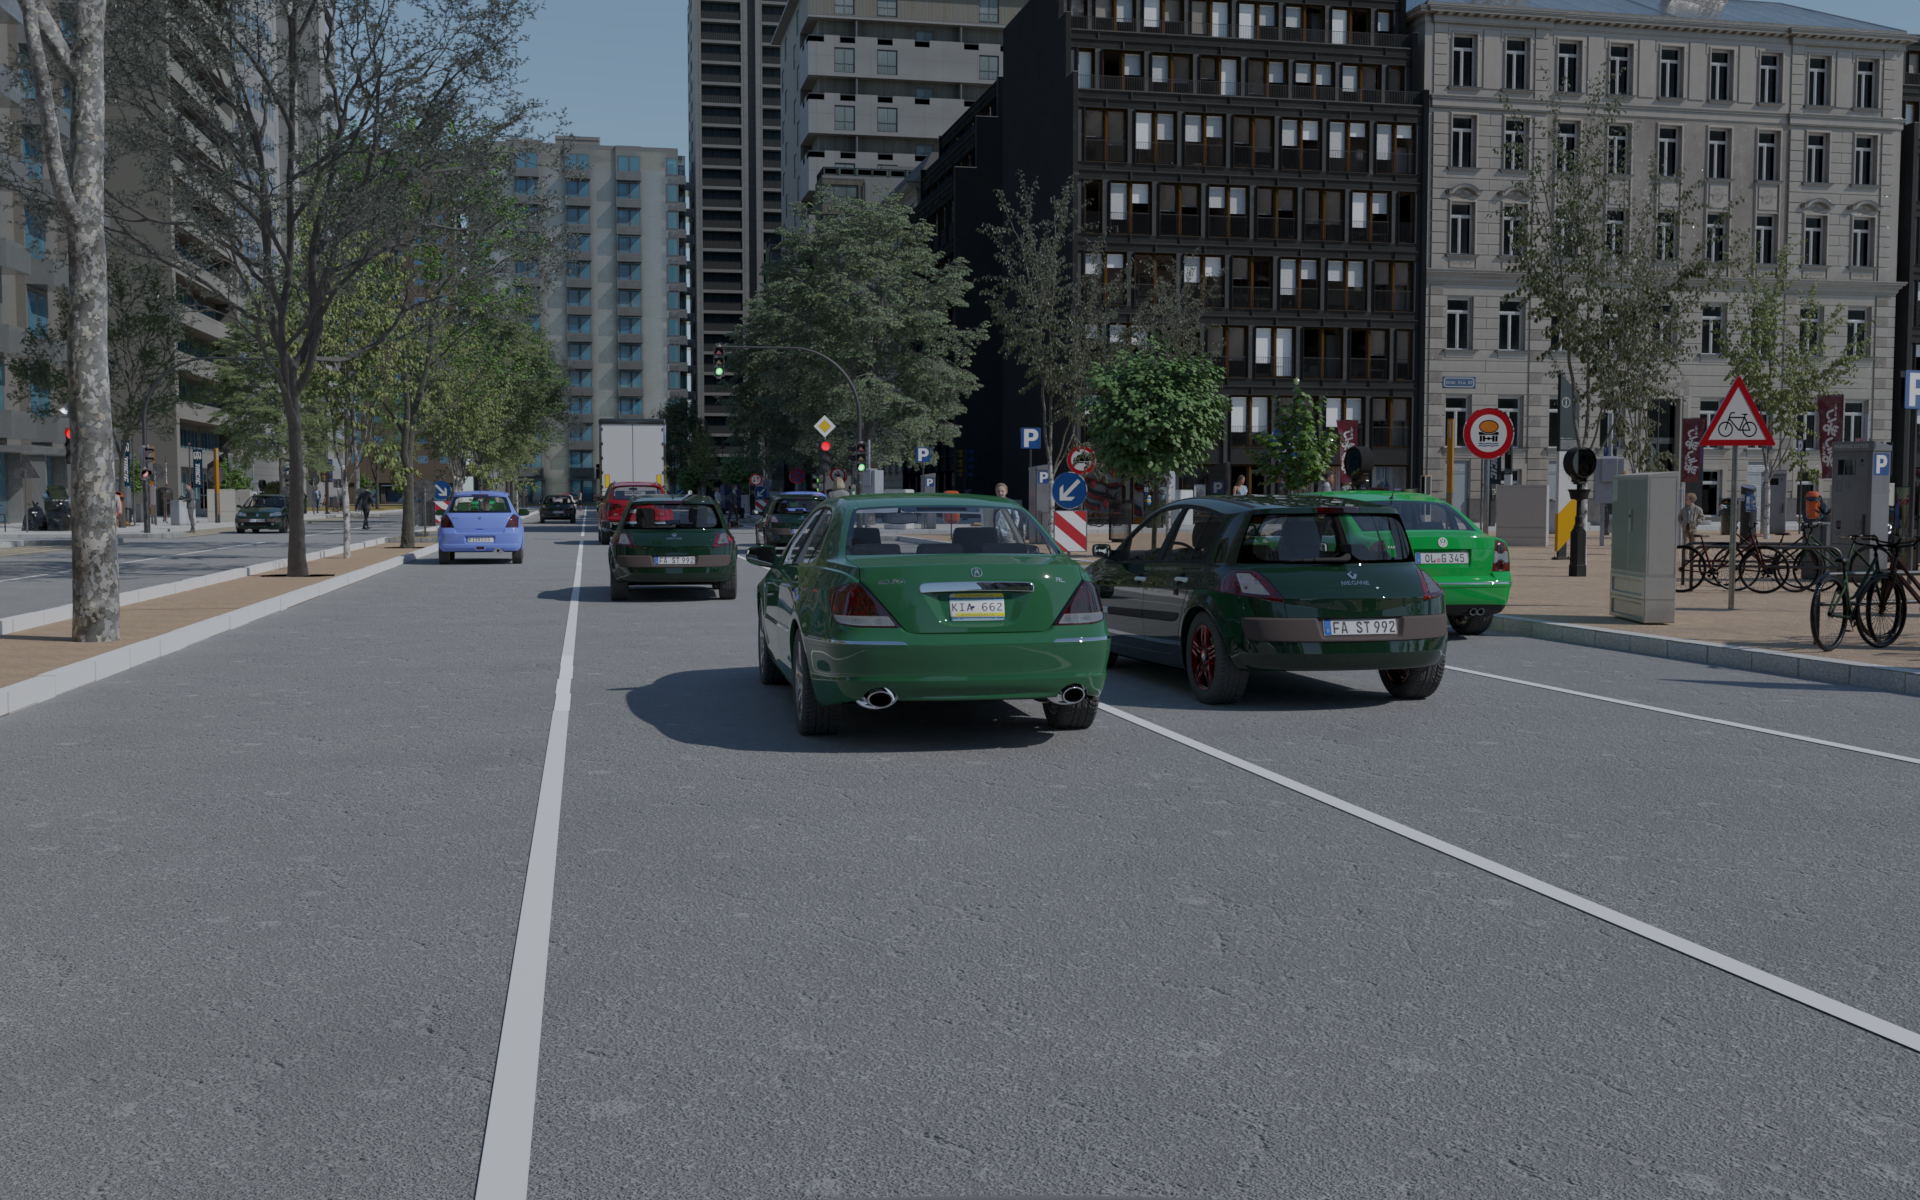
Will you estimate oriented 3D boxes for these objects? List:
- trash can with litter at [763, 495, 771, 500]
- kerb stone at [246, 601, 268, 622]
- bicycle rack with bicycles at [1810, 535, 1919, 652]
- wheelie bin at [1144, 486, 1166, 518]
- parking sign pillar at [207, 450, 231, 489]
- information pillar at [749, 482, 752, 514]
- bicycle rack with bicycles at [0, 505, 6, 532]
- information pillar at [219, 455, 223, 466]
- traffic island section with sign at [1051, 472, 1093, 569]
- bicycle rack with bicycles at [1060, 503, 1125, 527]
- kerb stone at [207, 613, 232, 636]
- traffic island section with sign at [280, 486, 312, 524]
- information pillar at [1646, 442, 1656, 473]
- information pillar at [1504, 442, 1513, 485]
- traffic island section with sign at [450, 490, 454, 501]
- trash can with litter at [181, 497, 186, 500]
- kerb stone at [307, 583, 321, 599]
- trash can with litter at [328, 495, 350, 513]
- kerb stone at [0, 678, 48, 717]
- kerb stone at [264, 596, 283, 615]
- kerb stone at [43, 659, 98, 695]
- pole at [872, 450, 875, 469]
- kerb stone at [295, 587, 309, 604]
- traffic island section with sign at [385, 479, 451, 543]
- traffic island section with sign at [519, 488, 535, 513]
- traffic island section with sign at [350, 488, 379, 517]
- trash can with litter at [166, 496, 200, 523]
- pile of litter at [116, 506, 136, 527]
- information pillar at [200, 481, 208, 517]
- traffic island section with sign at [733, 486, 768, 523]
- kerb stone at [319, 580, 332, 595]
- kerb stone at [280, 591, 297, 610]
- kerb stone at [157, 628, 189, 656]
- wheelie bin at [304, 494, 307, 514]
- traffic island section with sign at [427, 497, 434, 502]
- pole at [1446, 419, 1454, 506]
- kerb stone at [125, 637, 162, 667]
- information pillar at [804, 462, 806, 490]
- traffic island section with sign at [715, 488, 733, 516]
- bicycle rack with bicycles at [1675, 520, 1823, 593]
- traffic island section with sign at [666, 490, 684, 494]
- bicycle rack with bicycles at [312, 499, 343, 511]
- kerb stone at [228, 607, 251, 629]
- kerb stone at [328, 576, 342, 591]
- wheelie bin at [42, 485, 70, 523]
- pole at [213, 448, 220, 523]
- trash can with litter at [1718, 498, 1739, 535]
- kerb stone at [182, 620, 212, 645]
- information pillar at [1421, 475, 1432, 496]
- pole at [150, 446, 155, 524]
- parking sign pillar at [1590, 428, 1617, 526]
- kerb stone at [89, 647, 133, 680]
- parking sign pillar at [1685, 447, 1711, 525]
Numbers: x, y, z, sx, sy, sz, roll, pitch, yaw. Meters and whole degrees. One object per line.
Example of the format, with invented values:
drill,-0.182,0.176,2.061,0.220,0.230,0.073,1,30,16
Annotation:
trash can with litter,-12.686,-6.068,110.266,2.233,1.210,1.678,0,4,-8
kerb stone,-8.081,0.150,19.754,0.120,0.150,1.000,-1,4,-12
bicycle rack with bicycles,8.232,-0.055,14.284,2.925,0.926,2.852,-1,4,-18
wheelie bin,7.412,-3.521,65.471,0.693,1.594,0.980,2,4,29
parking sign pillar,-45.742,-7.246,106.951,1.447,3.967,1.447,0,4,2
information pillar,-12.846,-6.289,107.309,0.304,2.012,0.304,3,5,44
bicycle rack with bicycles,-32.906,-2.688,57.323,2.852,0.926,2.925,-1,4,-21
information pillar,-43.837,-6.836,103.118,0.504,3.616,0.183,0,4,-2
traffic island section with sign,1.694,-1.410,31.676,1.989,1.847,2.006,-1,4,-12
bicycle rack with bicycles,4.968,-3.353,68.204,2.925,0.926,2.852,1,4,10
kerb stone,-7.653,0.273,17.751,0.120,0.150,1.000,-1,4,-12
traffic island section with sign,-31.891,-4.497,82.154,1.989,1.847,2.006,-1,4,-12
information pillar,30.074,-5.143,75.444,0.504,3.616,0.183,-2,4,-28
information pillar,23.397,-5.048,73.882,0.183,3.616,0.504,-1,4,-17
traffic island section with sign,-53.763,-10.720,183.907,1.989,1.847,2.006,-1,4,-12
trash can with litter,-33.378,-3.896,75.084,0.624,1.170,1.055,-3,4,-36
kerb stone,-8.944,-0.096,23.759,0.120,0.150,1.000,-1,4,-12
trash can with litter,-43.455,-6.742,121.288,2.233,1.210,1.678,-2,4,-29
kerb stone,-6.354,0.645,11.751,0.120,0.150,1.000,-1,4,-12
kerb stone,-8.296,0.088,20.754,0.120,0.150,1.000,-1,4,-12
kerb stone,-6.575,0.578,12.753,0.120,0.150,1.000,-1,4,-12
pole,-4.034,-5.305,80.588,0.158,3.312,0.155,0,3,0
kerb stone,-8.728,-0.035,22.760,0.120,0.150,1.000,-1,4,-12
traffic island section with sign,-15.996,-2.656,51.561,2.006,1.907,1.989,-1,4,-12
traffic island section with sign,-33.347,-7.592,132.270,2.006,1.907,1.989,-1,4,-12
traffic island section with sign,-37.661,-6.141,109.032,1.989,1.847,2.006,-1,4,-12
trash can with litter,-34.239,-4.014,76.686,1.678,1.210,2.233,-1,4,-10
pile of litter,-33.419,-3.343,68.623,1.719,0.858,1.176,3,5,44
information pillar,-42.794,-5.720,98.020,0.304,2.012,0.304,1,4,22
traffic island section with sign,-10.128,-4.770,86.621,1.989,1.847,2.006,-1,4,-12
kerb stone,-9.148,-0.157,24.761,0.120,0.150,1.000,-1,4,-12
kerb stone,-8.507,0.027,21.760,0.120,0.150,1.000,-1,4,-12
kerb stone,-7.214,0.396,15.755,0.120,0.150,1.000,-1,4,-12
wheelie bin,-42.587,-6.370,112.063,0.693,1.594,0.980,-1,4,-23
traffic island section with sign,-48.068,-9.102,157.441,1.989,1.847,2.006,-1,4,-12
pole,13.327,-3.258,47.112,0.158,3.312,0.155,0,3,0
kerb stone,-7.003,0.455,14.755,0.120,0.150,1.000,-1,4,-12
information pillar,-9.170,-6.682,100.611,0.183,3.616,0.504,3,4,36
traffic island section with sign,-15.806,-6.389,113.093,1.989,1.847,2.006,-1,4,-12
bicycle rack with bicycles,10.819,-0.592,23.062,2.925,0.926,2.852,1,4,21
traffic island section with sign,-26.195,-9.342,161.370,1.989,1.847,2.006,-1,4,-12
bicycle rack with bicycles,-46.739,-7.076,129.080,2.852,0.926,2.925,1,4,16
kerb stone,-7.863,0.210,18.755,0.120,0.150,1.000,-1,4,-12
kerb stone,-9.369,-0.218,25.759,0.120,0.150,1.000,-1,4,-12
wheelie bin,-33.317,-3.417,63.778,0.693,1.594,0.980,2,4,34
pole,-32.969,-5.076,76.829,0.158,3.312,0.155,0,3,0
trash can with litter,23.995,-2.621,54.239,0.624,1.170,1.055,1,4,15
kerb stone,-7.435,0.333,16.753,0.120,0.150,1.000,-1,4,-12
information pillar,18.344,-3.897,68.208,0.304,2.012,0.304,-1,4,-21
pole,-34.553,-4.910,74.117,0.158,3.312,0.155,0,3,0
parking sign pillar,26.389,-5.005,70.303,1.447,3.967,1.447,1,4,18
kerb stone,-6.787,0.516,13.753,0.120,0.150,1.000,-1,4,-12
parking sign pillar,30.744,-5.143,72.564,1.447,3.967,1.447,1,4,12
